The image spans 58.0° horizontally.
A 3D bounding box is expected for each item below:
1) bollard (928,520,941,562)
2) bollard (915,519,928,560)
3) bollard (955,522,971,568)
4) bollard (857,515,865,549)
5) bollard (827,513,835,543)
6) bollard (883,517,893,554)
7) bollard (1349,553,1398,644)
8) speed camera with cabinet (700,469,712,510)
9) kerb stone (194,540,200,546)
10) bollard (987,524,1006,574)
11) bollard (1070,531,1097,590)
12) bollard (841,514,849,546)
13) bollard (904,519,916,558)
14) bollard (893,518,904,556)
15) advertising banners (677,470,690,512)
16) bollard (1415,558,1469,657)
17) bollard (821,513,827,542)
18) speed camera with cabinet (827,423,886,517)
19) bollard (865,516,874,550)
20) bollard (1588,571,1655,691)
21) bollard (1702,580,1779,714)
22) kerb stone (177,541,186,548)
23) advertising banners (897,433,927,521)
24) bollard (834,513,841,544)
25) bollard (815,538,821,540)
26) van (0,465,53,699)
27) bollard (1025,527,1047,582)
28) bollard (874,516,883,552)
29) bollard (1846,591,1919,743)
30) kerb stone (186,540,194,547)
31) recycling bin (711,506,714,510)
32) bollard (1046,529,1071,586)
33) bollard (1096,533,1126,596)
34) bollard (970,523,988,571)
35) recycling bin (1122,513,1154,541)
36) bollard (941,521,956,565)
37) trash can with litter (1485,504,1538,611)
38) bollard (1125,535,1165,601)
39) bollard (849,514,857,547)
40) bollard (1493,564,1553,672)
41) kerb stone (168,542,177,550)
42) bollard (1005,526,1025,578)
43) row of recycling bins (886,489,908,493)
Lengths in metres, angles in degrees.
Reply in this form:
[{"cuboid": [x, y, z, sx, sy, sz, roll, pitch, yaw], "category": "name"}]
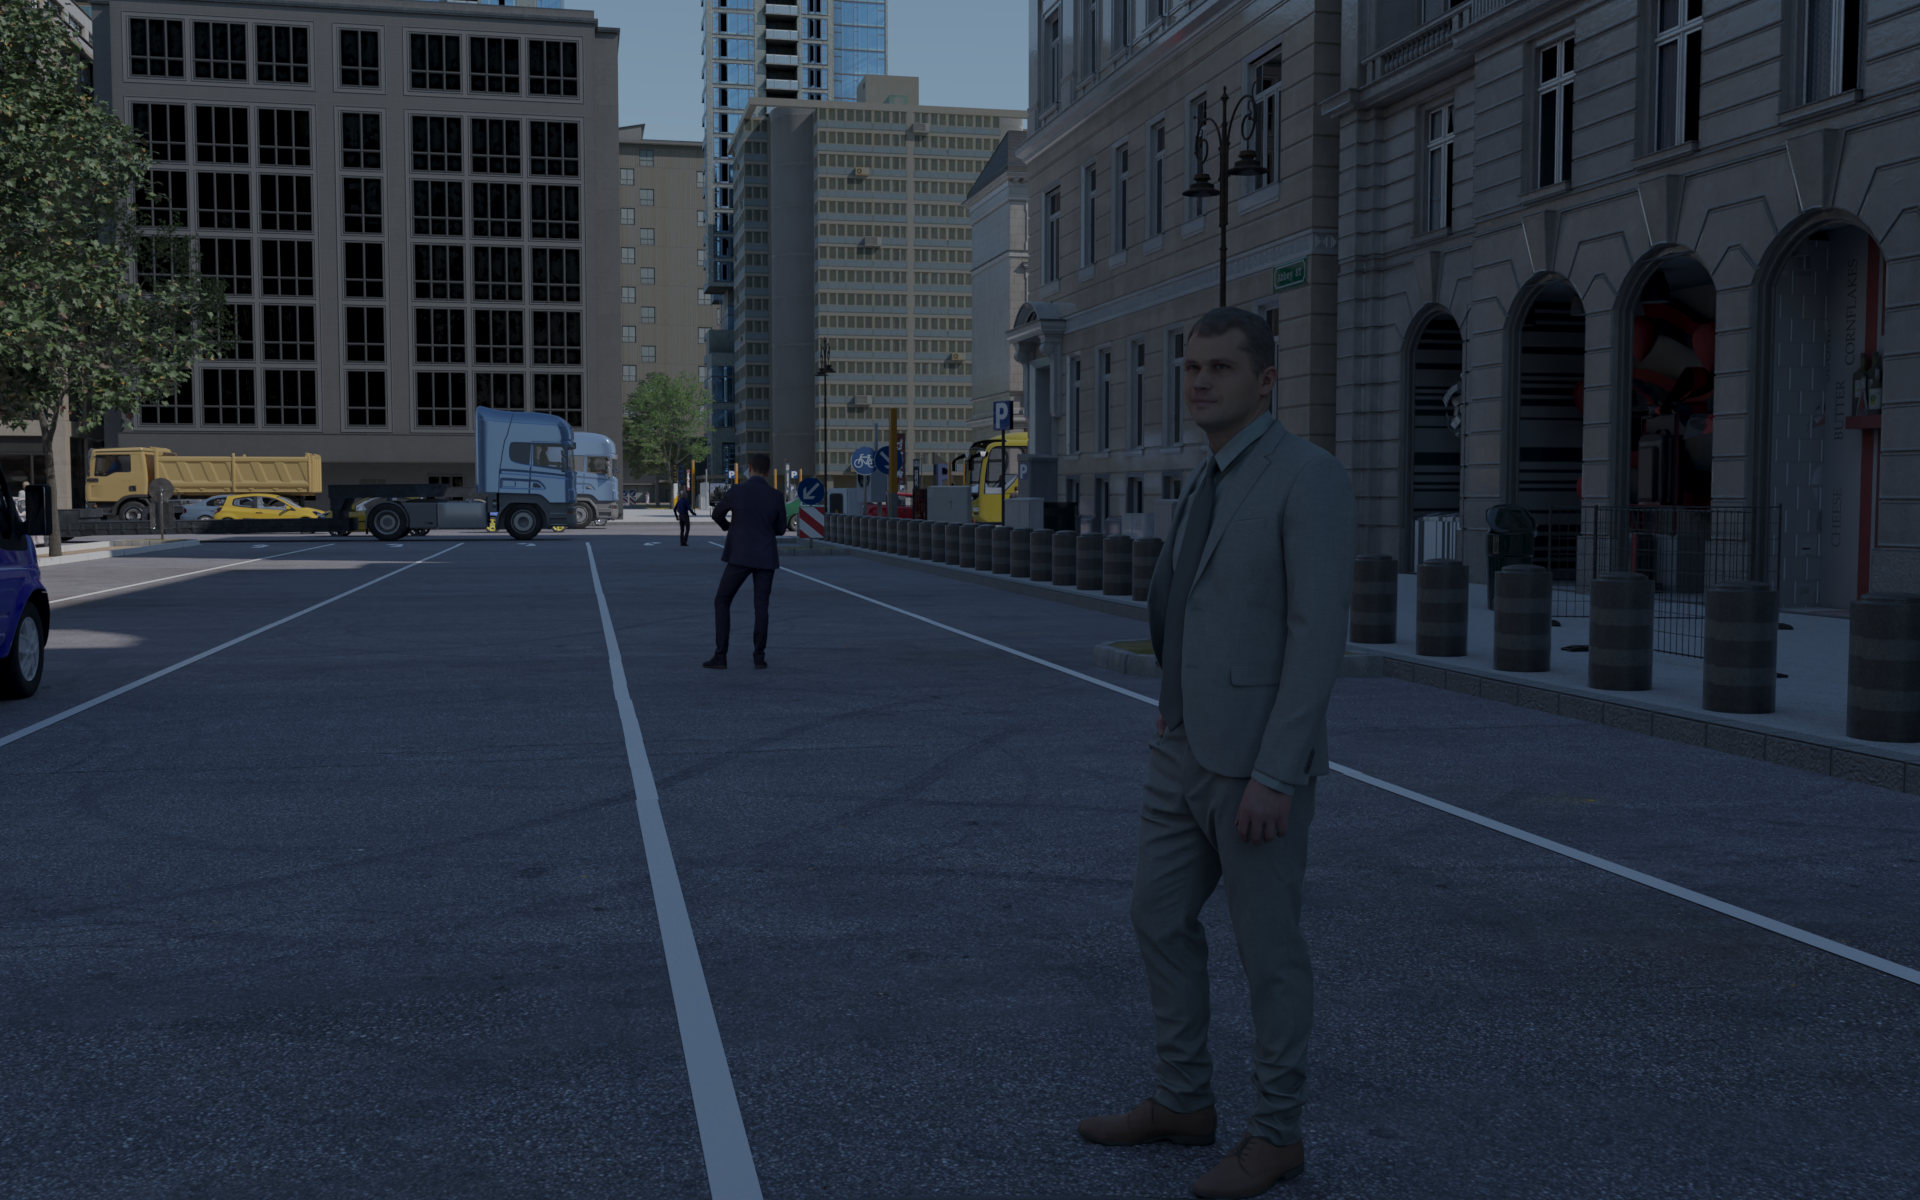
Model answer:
[{"cuboid": [-0.329, -1.096, 32.641, 0.404, 0.777, 0.398, 0, 3, 0], "category": "bollard"}, {"cuboid": [-0.589, -1.168, 33.816, 0.404, 0.777, 0.398, 0, 3, 0], "category": "bollard"}, {"cuboid": [0.194, -0.952, 30.287, 0.404, 0.777, 0.398, 0, 3, 0], "category": "bollard"}, {"cuboid": [-2.150, -1.601, 40.891, 0.404, 0.777, 0.398, 0, 3, 0], "category": "bollard"}, {"cuboid": [-3.206, -1.890, 45.621, 0.404, 0.777, 0.398, 0, 3, 0], "category": "bollard"}, {"cuboid": [-1.376, -1.386, 37.370, 0.404, 0.777, 0.398, 0, 3, 0], "category": "bollard"}, {"cuboid": [3.578, -0.016, 14.984, 0.404, 0.777, 0.398, 0, 3, 0], "category": "bollard"}, {"cuboid": [-20.365, -8.827, 138.662, 0.660, 3.252, 2.038, 0, 4, 2], "category": "speed camera with cabinet"}, {"cuboid": [-21.194, -1.569, 47.888, 0.120, 0.150, 1.000, -1, 4, -12], "category": "kerb stone"}, {"cuboid": [0.716, -0.808, 27.929, 0.404, 0.777, 0.398, 0, 3, 0], "category": "bollard"}, {"cuboid": [1.761, -0.519, 23.209, 0.404, 0.777, 0.398, 0, 3, 0], "category": "bollard"}, {"cuboid": [-2.684, -1.747, 43.273, 0.404, 0.777, 0.398, 0, 3, 0], "category": "bollard"}, {"cuboid": [-0.855, -1.240, 34.998, 0.404, 0.777, 0.398, 0, 3, 0], "category": "bollard"}, {"cuboid": [-1.114, -1.313, 36.187, 0.404, 0.777, 0.398, 0, 3, 0], "category": "bollard"}, {"cuboid": [-19.584, -7.743, 122.784, 0.090, 3.025, 2.074, 1, 4, 18], "category": "advertising banners"}, {"cuboid": [3.843, 0.056, 13.803, 0.404, 0.777, 0.398, 0, 3, 0], "category": "bollard"}, {"cuboid": [-3.469, -1.963, 46.807, 0.404, 0.777, 0.398, 0, 3, 0], "category": "bollard"}, {"cuboid": [-2.931, -3.337, 48.898, 0.660, 3.252, 2.038, -3, 5, -41], "category": "speed camera with cabinet"}, {"cuboid": [-1.893, -1.529, 39.717, 0.404, 0.777, 0.398, 0, 3, 0], "category": "bollard"}, {"cuboid": [4.368, 0.200, 11.440, 0.404, 0.777, 0.398, 0, 3, 0], "category": "bollard"}, {"cuboid": [4.626, 0.272, 10.267, 0.404, 0.777, 0.398, 0, 3, 0], "category": "bollard"}, {"cuboid": [-20.752, -1.448, 45.863, 0.120, 0.150, 1.000, -1, 4, -12], "category": "kerb stone"}, {"cuboid": [-1.124, -3.256, 49.428, 2.074, 3.025, 0.090, 2, 4, 31], "category": "advertising banners"}, {"cuboid": [-2.940, -1.818, 44.448, 0.404, 0.777, 0.398, 0, 3, 0], "category": "bollard"}, {"cuboid": [-3.725, -2.035, 47.987, 0.404, 0.777, 0.398, 0, 3, 0], "category": "bollard"}, {"cuboid": [-7.071, -0.359, 10.249, 2.240, 2.365, 5.245, -1, 4, -12], "category": "van"}, {"cuboid": [1.237, -0.664, 25.570, 0.404, 0.777, 0.398, 0, 3, 0], "category": "bollard"}, {"cuboid": [-1.636, -1.457, 38.543, 0.404, 0.777, 0.398, 0, 3, 0], "category": "bollard"}, {"cuboid": [4.886, 0.344, 9.093, 0.404, 0.777, 0.398, 0, 3, 0], "category": "bollard"}, {"cuboid": [-20.969, -1.510, 46.886, 0.120, 0.150, 1.000, -1, 4, -12], "category": "kerb stone"}, {"cuboid": [-20.087, -7.854, 140.962, 0.722, 1.027, 0.722, 1, 4, 20], "category": "recycling bin"}, {"cuboid": [1.500, -0.591, 24.387, 0.404, 0.777, 0.398, 0, 3, 0], "category": "bollard"}, {"cuboid": [2.019, -0.448, 22.035, 0.404, 0.777, 0.398, 0, 3, 0], "category": "bollard"}, {"cuboid": [0.454, -0.880, 29.113, 0.404, 0.777, 0.398, 0, 3, 0], "category": "bollard"}, {"cuboid": [2.587, -0.625, 22.772, 0.722, 1.027, 0.722, -1, 4, -21], "category": "recycling bin"}, {"cuboid": [-0.066, -1.024, 31.461, 0.404, 0.777, 0.398, 0, 3, 0], "category": "bollard"}, {"cuboid": [6.096, -0.459, 18.885, 0.624, 1.170, 1.055, 0, 4, 4], "category": "trash can with litter"}, {"cuboid": [2.277, -0.376, 20.860, 0.404, 0.777, 0.398, 0, 3, 0], "category": "bollard"}, {"cuboid": [-2.418, -1.674, 42.082, 0.404, 0.777, 0.398, 0, 3, 0], "category": "bollard"}, {"cuboid": [4.103, 0.128, 12.626, 0.404, 0.777, 0.398, 0, 3, 0], "category": "bollard"}, {"cuboid": [-20.526, -1.386, 44.862, 0.120, 0.150, 1.000, -1, 4, -12], "category": "kerb stone"}, {"cuboid": [0.978, -0.736, 26.744, 0.404, 0.777, 0.398, 0, 3, 0], "category": "bollard"}, {"cuboid": [-5.332, -7.256, 125.755, 3.534, 1.692, 1.069, -2, 4, -32], "category": "row of recycling bins"}]
